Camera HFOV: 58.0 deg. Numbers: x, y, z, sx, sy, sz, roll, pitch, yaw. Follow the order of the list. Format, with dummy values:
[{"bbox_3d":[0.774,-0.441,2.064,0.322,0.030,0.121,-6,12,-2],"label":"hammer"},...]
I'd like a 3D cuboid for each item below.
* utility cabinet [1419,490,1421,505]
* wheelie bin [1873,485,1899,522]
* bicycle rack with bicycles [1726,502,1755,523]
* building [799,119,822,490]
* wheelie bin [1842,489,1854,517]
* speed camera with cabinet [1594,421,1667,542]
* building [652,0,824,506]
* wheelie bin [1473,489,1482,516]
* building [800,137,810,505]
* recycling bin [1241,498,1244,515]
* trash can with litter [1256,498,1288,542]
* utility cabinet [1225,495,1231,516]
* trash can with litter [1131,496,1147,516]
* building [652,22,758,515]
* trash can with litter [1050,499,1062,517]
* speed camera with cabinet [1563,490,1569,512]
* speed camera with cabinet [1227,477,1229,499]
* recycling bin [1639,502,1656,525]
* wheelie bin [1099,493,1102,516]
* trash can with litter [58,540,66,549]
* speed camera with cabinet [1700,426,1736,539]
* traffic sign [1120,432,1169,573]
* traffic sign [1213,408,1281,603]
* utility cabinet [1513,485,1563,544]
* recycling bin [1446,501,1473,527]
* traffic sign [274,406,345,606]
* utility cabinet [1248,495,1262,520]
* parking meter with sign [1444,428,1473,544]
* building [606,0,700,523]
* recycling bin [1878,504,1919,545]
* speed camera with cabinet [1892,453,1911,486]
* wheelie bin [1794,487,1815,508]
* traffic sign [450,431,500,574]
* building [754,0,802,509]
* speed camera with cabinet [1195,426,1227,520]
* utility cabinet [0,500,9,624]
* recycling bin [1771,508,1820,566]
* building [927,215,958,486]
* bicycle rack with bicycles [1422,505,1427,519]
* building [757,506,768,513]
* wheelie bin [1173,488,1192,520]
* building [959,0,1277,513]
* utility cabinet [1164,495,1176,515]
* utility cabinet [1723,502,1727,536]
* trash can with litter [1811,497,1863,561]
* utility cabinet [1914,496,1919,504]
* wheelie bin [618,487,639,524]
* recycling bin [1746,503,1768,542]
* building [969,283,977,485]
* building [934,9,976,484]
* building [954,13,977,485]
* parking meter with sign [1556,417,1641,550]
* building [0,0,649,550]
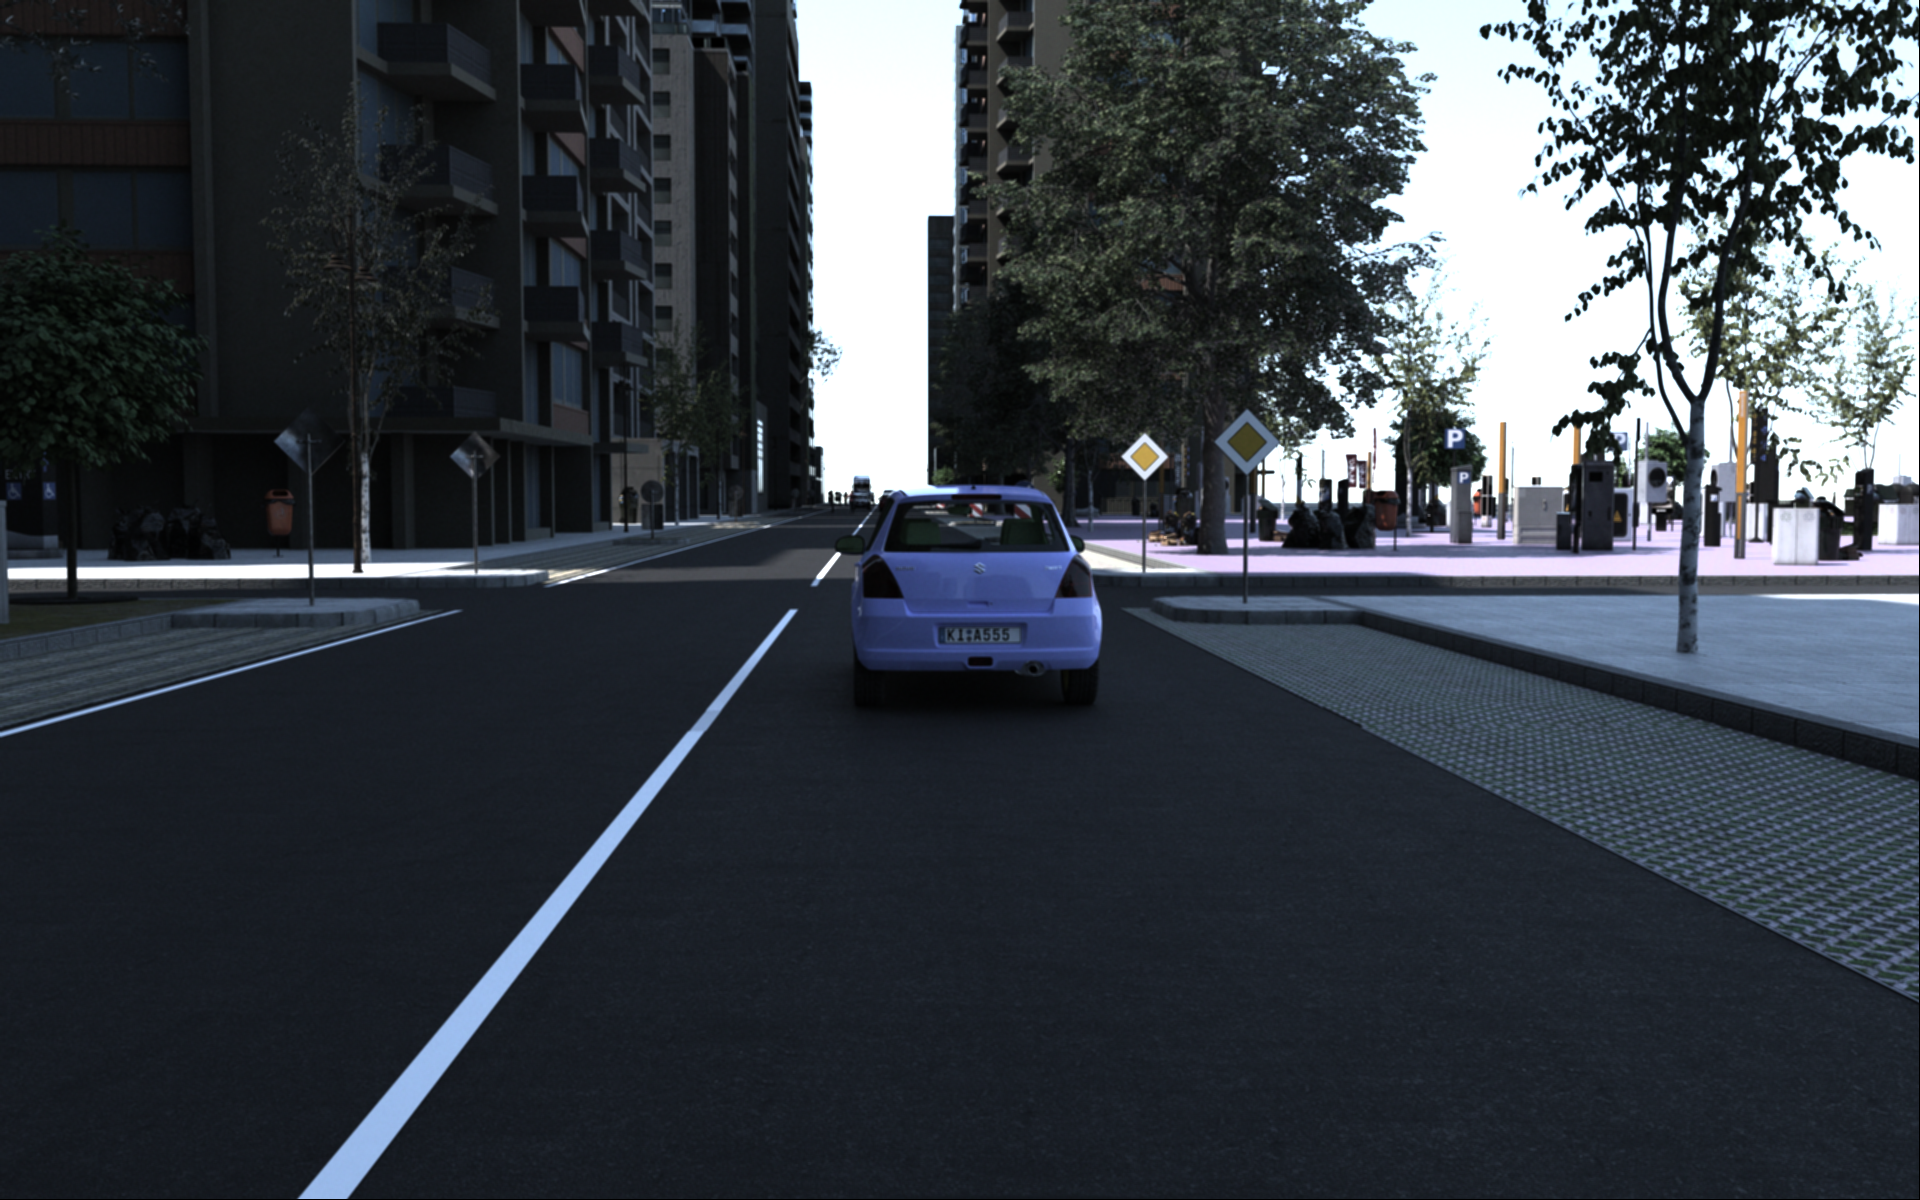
[{"bbox_3d":[22.418,-4.754,86.411,0.318,1.500,1.173,-3,4,-38],"label":"utility cabinet"},{"bbox_3d":[32.698,-3.270,61.373,0.980,1.594,0.693,-1,4,-8],"label":"wheelie bin"},{"bbox_3d":[34.620,-3.927,77.582,2.925,0.926,2.852,-2,4,-24],"label":"bicycle rack with bicycles"},{"bbox_3d":[-29.471,-36.371,214.277,23.786,49.044,30.456,0,4,-2],"label":"building"},{"bbox_3d":[50.682,-5.539,98.476,0.693,1.594,0.980,-3,5,-43],"label":"wheelie bin"},{"bbox_3d":[18.085,-3.210,46.820,2.038,3.252,0.660,-1,4,-17],"label":"speed camera with cabinet"},{"bbox_3d":[-30.315,-56.950,243.796,22.319,86.520,31.000,0,4,-2],"label":"building"},{"bbox_3d":[30.043,-5.616,99.722,0.980,1.594,0.693,-2,4,-30],"label":"wheelie bin"},{"bbox_3d":[-24.158,-31.125,192.492,14.154,41.232,14.086,0,4,-2],"label":"building"},{"bbox_3d":[17.391,-5.600,104.115,0.722,1.027,0.722,3,5,42],"label":"recycling bin"},{"bbox_3d":[8.528,-2.168,46.838,0.624,1.170,1.055,-3,5,-39],"label":"trash can with litter"},{"bbox_3d":[15.556,-5.602,102.761,1.020,1.237,0.306,-2,4,-24],"label":"utility cabinet"},{"bbox_3d":[10.543,-5.508,101.444,1.055,1.170,0.624,0,4,-2],"label":"trash can with litter"},{"bbox_3d":[-20.551,-20.694,110.050,14.160,30.474,14.107,0,4,-2],"label":"building"},{"bbox_3d":[4.638,-4.510,85.118,1.055,1.170,0.624,1,4,18],"label":"trash can with litter"},{"bbox_3d":[27.119,-4.968,75.560,0.660,3.252,2.038,-1,4,-15],"label":"speed camera with cabinet"},{"bbox_3d":[12.777,-5.712,87.732,2.038,3.252,0.660,-3,5,-42],"label":"speed camera with cabinet"},{"bbox_3d":[28.696,-3.634,71.978,0.722,1.027,0.722,2,4,33],"label":"recycling bin"},{"bbox_3d":[8.168,-5.856,103.660,0.693,1.594,0.980,0,4,2],"label":"wheelie bin"},{"bbox_3d":[-19.668,-1.569,37.043,1.055,1.170,0.624,-2,4,-32],"label":"trash can with litter"},{"bbox_3d":[22.144,-3.452,50.781,0.660,3.252,2.038,0,4,5],"label":"speed camera with cabinet"},{"bbox_3d":[3.004,-1.505,28.247,0.795,2.450,0.064,0,4,-2],"label":"traffic sign"},{"bbox_3d":[3.345,-1.017,20.269,0.795,2.450,0.064,0,4,-2],"label":"traffic sign"},{"bbox_3d":[14.597,-2.144,43.732,1.173,1.500,0.318,0,4,-6],"label":"utility cabinet"},{"bbox_3d":[19.297,-3.326,66.931,0.722,1.027,0.722,-2,4,-25],"label":"recycling bin"},{"bbox_3d":[-7.441,-0.990,19.831,0.795,2.450,0.064,0,4,-2],"label":"traffic sign"},{"bbox_3d":[14.654,-4.619,86.676,1.020,1.237,0.306,-2,4,-35],"label":"utility cabinet"},{"bbox_3d":[13.067,-2.996,45.238,0.543,3.016,1.738,0,4,5],"label":"parking meter with sign"},{"bbox_3d":[-23.630,-39.464,83.492,20.563,71.187,20.611,0,4,-2],"label":"building"},{"bbox_3d":[23.641,-1.897,43.562,0.722,1.027,0.722,0,4,-7],"label":"recycling bin"},{"bbox_3d":[45.637,-5.417,82.910,0.660,3.252,2.038,-1,4,-15],"label":"speed camera with cabinet"},{"bbox_3d":[35.828,-4.015,73.550,0.693,1.594,0.980,3,5,44],"label":"wheelie bin"},{"bbox_3d":[-7.781,-1.478,27.809,0.795,2.450,0.064,0,4,-2],"label":"traffic sign"},{"bbox_3d":[-25.838,-32.719,158.653,21.300,48.544,21.600,0,4,-2],"label":"building"},{"bbox_3d":[7.214,-3.403,49.979,0.660,3.252,2.038,0,4,5],"label":"speed camera with cabinet"},{"bbox_3d":[-9.842,-0.382,17.410,0.306,1.237,1.020,-3,5,-39],"label":"utility cabinet"},{"bbox_3d":[15.146,-1.153,31.403,0.722,1.027,0.722,1,4,22],"label":"recycling bin"},{"bbox_3d":[2.153,-34.995,255.766,14.154,41.232,14.086,0,4,-2],"label":"building"},{"bbox_3d":[21.498,-4.235,82.618,2.852,0.926,2.925,-3,5,-41],"label":"bicycle rack with bicycles"},{"bbox_3d":[-25.711,-50.064,131.224,22.319,86.520,31.000,0,4,-2],"label":"building"},{"bbox_3d":[11.018,-4.741,85.420,0.980,1.594,0.693,-1,4,-17],"label":"wheelie bin"},{"bbox_3d":[11.229,-29.063,129.798,22.147,44.769,28.867,0,4,-2],"label":"building"},{"bbox_3d":[11.942,-5.383,99.167,1.020,1.237,0.306,2,4,35],"label":"utility cabinet"},{"bbox_3d":[22.986,-2.568,53.142,0.306,1.237,1.020,-2,4,-30],"label":"utility cabinet"},{"bbox_3d":[16.943,-1.357,33.579,1.055,1.170,0.624,-1,4,-22],"label":"trash can with litter"},{"bbox_3d":[33.917,-3.068,61.325,0.306,1.237,1.020,2,4,30],"label":"utility cabinet"},{"bbox_3d":[-14.307,-4.101,74.965,0.693,1.594,0.980,2,4,24],"label":"wheelie bin"},{"bbox_3d":[21.621,-2.114,47.115,0.722,1.027,0.722,3,5,41],"label":"recycling bin"},{"bbox_3d":[7.669,-23.232,151.550,14.160,30.474,14.107,0,4,-2],"label":"building"},{"bbox_3d":[8.051,-56.235,232.113,22.319,86.520,31.000,0,4,-2],"label":"building"},{"bbox_3d":[10.033,-44.628,167.915,20.563,71.187,20.611,0,4,-2],"label":"building"},{"bbox_3d":[14.597,-2.655,39.664,1.738,3.016,0.543,1,4,15],"label":"parking meter with sign"},{"bbox_3d":[-21.643,-24.284,51.675,22.147,44.769,28.867,0,4,-2],"label":"building"}]
